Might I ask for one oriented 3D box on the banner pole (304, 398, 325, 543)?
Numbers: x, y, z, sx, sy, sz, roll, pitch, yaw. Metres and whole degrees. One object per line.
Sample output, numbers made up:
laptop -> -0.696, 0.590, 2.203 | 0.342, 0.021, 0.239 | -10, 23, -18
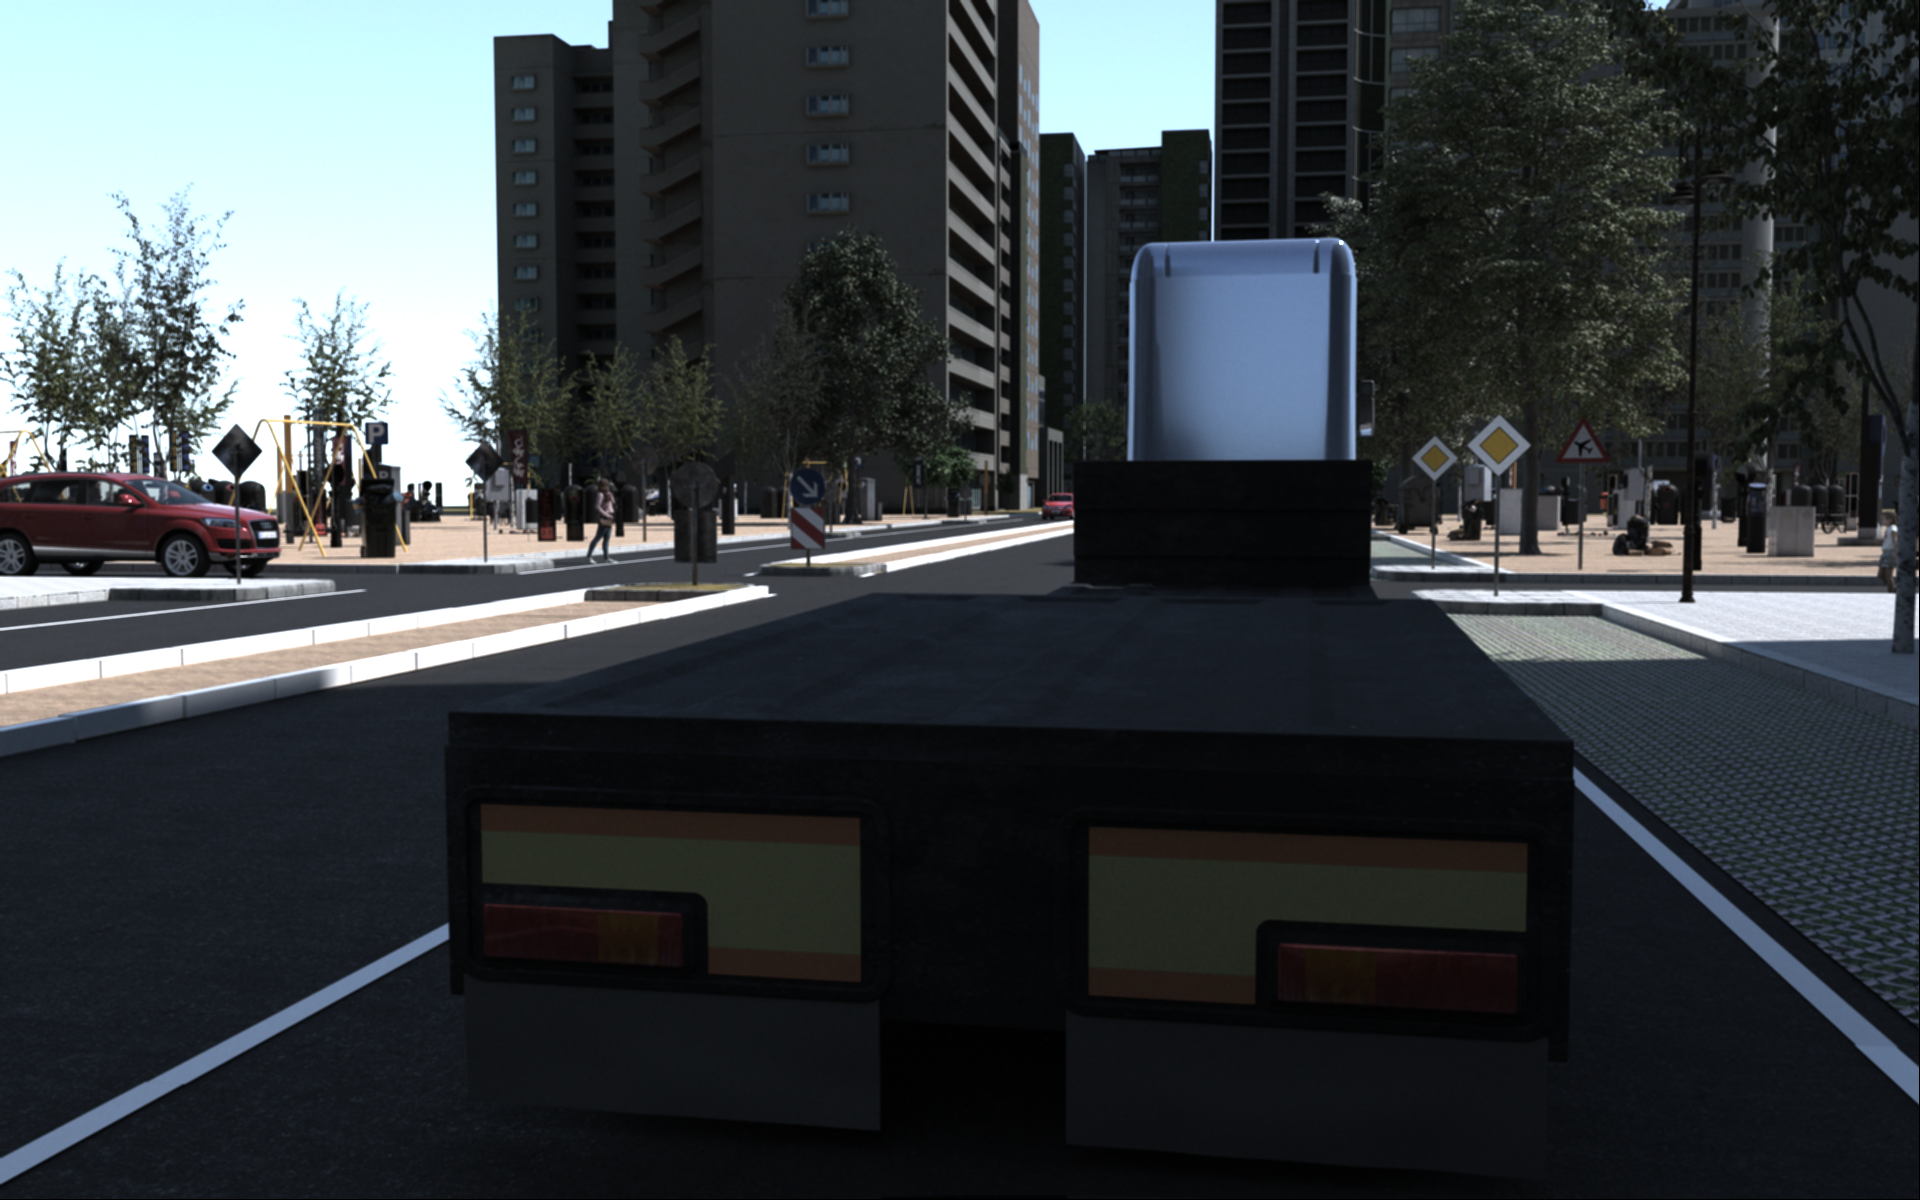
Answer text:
banner pole -> -16.754, -3.363, 45.005 | 0.863, 3.779, 0.401 | 2, 4, 32

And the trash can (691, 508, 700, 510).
trash can -> -13.091, -4.498, 85.188 | 0.748, 1.137, 0.748 | 0, 3, 0

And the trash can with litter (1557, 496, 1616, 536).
trash can with litter -> 19.301, -2.580, 53.247 | 2.233, 1.210, 1.678 | -1, 4, -10

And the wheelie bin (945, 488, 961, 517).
wheelie bin -> -0.342, -5.331, 95.075 | 0.980, 1.594, 0.693 | 0, 4, -2

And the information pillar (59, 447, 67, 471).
information pillar -> -44.757, -5.820, 86.507 | 0.183, 3.616, 0.504 | 1, 4, 12

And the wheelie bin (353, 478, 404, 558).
wheelie bin -> -11.692, -1.651, 34.910 | 0.980, 1.594, 0.693 | -2, 4, -29

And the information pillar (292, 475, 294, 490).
information pillar -> -25.129, -3.707, 65.094 | 0.304, 2.012, 0.304 | 2, 4, 33

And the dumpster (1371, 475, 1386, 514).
dumpster -> 19.269, -4.845, 81.712 | 1.502, 2.255, 1.985 | 1, 4, 10

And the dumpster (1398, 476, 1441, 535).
dumpster -> 14.750, -3.048, 55.589 | 1.264, 1.857, 1.865 | 1, 4, 10

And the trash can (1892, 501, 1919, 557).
trash can -> 19.503, -1.459, 35.504 | 0.748, 1.137, 0.748 | 0, 3, 0

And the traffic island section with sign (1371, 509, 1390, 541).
traffic island section with sign -> 12.308, -2.766, 53.846 | 1.989, 1.847, 2.006 | 1, 4, 10

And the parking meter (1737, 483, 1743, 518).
parking meter -> 41.898, -5.333, 92.899 | 0.399, 1.863, 0.255 | -2, 4, -31

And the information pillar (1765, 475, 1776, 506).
information pillar -> 30.717, -3.744, 65.703 | 0.304, 2.012, 0.304 | 3, 5, 44

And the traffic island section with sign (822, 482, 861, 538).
traffic island section with sign -> -4.337, -2.969, 57.167 | 1.989, 1.847, 2.006 | 1, 4, 10

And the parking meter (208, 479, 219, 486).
parking meter -> -27.985, -3.629, 65.041 | 0.399, 1.863, 0.255 | 1, 4, 16

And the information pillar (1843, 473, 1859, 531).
information pillar -> 31.103, -3.421, 60.424 | 0.304, 2.012, 0.304 | 0, 4, -2

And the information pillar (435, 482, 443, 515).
information pillar -> -32.435, -6.319, 107.807 | 0.304, 2.012, 0.304 | 2, 4, 28

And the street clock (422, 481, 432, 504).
street clock -> -28.788, -5.449, 93.668 | 0.471, 2.002, 0.358 | 0, 4, 1

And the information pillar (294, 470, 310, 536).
information pillar -> -20.248, -2.993, 53.426 | 0.304, 2.012, 0.304 | -1, 4, -12

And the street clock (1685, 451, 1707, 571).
street clock -> 12.347, -1.498, 29.061 | 0.358, 2.002, 0.471 | 1, 4, 11

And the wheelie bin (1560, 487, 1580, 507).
wheelie bin -> 27.340, -4.258, 77.527 | 0.980, 1.594, 0.693 | 0, 4, 3

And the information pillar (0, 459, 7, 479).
information pillar -> -63.847, -7.604, 115.688 | 0.183, 3.616, 0.504 | 2, 4, 24

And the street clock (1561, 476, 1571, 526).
street clock -> 24.587, -4.020, 70.301 | 0.358, 2.002, 0.471 | 3, 5, 40

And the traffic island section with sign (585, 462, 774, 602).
traffic island section with sign -> -3.839, -0.958, 23.802 | 2.006, 1.907, 1.989 | 1, 4, 10

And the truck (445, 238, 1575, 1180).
truck -> 1.848, -1.406, 12.746 | 2.967, 4.110, 18.799 | 1, 4, 11

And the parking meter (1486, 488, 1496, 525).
parking meter -> 21.856, -3.846, 71.297 | 0.372, 1.533, 0.369 | 0, 3, 0

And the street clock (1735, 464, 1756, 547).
street clock -> 19.135, -2.304, 42.237 | 0.358, 2.002, 0.471 | -1, 4, -15

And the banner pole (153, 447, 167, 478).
banner pole -> -42.053, -6.193, 91.274 | 0.863, 3.779, 0.401 | -2, 4, -30

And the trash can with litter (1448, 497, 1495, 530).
trash can with litter -> 18.848, -3.173, 62.941 | 1.678, 1.210, 2.233 | -3, 5, -42

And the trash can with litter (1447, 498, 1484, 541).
trash can with litter -> 13.932, -2.230, 47.855 | 0.624, 1.170, 1.055 | -3, 4, -36

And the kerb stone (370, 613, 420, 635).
kerb stone -> -5.924, 0.259, 17.955 | 0.120, 0.150, 1.000 | 1, 4, 10

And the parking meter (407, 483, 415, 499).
parking meter -> -29.156, -5.278, 92.003 | 0.255, 1.863, 0.399 | 1, 4, 10

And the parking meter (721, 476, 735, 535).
parking meter -> -7.332, -2.997, 54.712 | 0.399, 1.863, 0.255 | 3, 5, 45

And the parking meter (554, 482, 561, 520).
parking meter -> -19.750, -4.850, 85.012 | 0.255, 1.863, 0.399 | -2, 4, -27

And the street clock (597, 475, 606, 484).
street clock -> -13.853, -3.820, 67.032 | 0.358, 2.002, 0.471 | -2, 4, -28

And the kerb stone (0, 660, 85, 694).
kerb stone -> -6.802, 0.568, 12.917 | 0.120, 0.150, 1.000 | 1, 4, 10

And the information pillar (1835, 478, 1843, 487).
information pillar -> 40.820, -4.642, 80.385 | 0.304, 2.012, 0.304 | 0, 4, 0

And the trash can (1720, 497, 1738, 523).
trash can -> 34.424, -4.033, 77.593 | 0.748, 1.137, 0.748 | 0, 3, 0

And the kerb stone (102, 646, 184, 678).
kerb stone -> -6.626, 0.508, 13.926 | 0.120, 0.150, 1.000 | 1, 4, 10

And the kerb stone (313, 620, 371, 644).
kerb stone -> -6.104, 0.321, 16.949 | 0.120, 0.150, 1.000 | 1, 4, 10

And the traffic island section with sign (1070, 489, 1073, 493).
traffic island section with sign -> 8.755, -7.611, 133.061 | 1.989, 1.847, 2.006 | 1, 4, 10

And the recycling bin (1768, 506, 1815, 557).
recycling bin -> 17.129, -1.415, 35.686 | 0.722, 1.027, 0.722 | 1, 4, 10

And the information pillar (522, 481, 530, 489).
information pillar -> -22.661, -5.263, 90.534 | 0.304, 2.012, 0.304 | 1, 4, 20

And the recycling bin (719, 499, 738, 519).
recycling bin -> -11.753, -4.605, 87.852 | 0.722, 1.027, 0.722 | 1, 4, 22

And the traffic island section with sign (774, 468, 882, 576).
traffic island section with sign -> -2.569, -1.404, 31.100 | 2.006, 1.907, 1.989 | 1, 4, 10

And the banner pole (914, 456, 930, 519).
banner pole -> -1.980, -6.056, 89.032 | 0.863, 3.779, 0.401 | 0, 4, -2

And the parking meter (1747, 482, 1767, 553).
parking meter -> 17.356, -1.793, 37.721 | 0.372, 1.533, 0.369 | 0, 3, 0

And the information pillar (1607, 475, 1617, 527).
information pillar -> 25.351, -3.843, 67.320 | 0.304, 2.012, 0.304 | 2, 4, 26

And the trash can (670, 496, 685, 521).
trash can -> -13.717, -4.425, 84.005 | 0.748, 1.137, 0.748 | 0, 3, 0

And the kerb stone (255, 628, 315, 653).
kerb stone -> -6.285, 0.386, 15.942 | 0.120, 0.150, 1.000 | 1, 4, 10

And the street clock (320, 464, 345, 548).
street clock -> -14.973, -2.260, 41.521 | 0.358, 2.002, 0.471 | 1, 4, 15

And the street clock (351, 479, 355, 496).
street clock -> -26.404, -4.301, 74.898 | 0.358, 2.002, 0.471 | 2, 4, 32

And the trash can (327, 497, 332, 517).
trash can -> -35.218, -5.208, 96.807 | 0.748, 1.137, 0.748 | 0, 3, 0

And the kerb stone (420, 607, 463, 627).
kerb stone -> -5.749, 0.198, 18.962 | 0.120, 0.150, 1.000 | 1, 4, 10

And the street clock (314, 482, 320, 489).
street clock -> -34.036, -5.337, 91.827 | 0.471, 2.002, 0.358 | 1, 4, 10

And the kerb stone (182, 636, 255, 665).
kerb stone -> -6.446, 0.444, 14.932 | 0.120, 0.150, 1.000 | 1, 4, 10

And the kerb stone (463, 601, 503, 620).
kerb stone -> -5.576, 0.143, 19.969 | 0.120, 0.150, 1.000 | 1, 4, 10

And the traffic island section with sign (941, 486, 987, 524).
traffic island section with sign -> 0.245, -4.593, 83.731 | 1.989, 1.847, 2.006 | 1, 4, 10

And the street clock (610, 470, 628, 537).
street clock -> -10.243, -2.906, 52.090 | 0.471, 2.002, 0.358 | -3, 5, -41
